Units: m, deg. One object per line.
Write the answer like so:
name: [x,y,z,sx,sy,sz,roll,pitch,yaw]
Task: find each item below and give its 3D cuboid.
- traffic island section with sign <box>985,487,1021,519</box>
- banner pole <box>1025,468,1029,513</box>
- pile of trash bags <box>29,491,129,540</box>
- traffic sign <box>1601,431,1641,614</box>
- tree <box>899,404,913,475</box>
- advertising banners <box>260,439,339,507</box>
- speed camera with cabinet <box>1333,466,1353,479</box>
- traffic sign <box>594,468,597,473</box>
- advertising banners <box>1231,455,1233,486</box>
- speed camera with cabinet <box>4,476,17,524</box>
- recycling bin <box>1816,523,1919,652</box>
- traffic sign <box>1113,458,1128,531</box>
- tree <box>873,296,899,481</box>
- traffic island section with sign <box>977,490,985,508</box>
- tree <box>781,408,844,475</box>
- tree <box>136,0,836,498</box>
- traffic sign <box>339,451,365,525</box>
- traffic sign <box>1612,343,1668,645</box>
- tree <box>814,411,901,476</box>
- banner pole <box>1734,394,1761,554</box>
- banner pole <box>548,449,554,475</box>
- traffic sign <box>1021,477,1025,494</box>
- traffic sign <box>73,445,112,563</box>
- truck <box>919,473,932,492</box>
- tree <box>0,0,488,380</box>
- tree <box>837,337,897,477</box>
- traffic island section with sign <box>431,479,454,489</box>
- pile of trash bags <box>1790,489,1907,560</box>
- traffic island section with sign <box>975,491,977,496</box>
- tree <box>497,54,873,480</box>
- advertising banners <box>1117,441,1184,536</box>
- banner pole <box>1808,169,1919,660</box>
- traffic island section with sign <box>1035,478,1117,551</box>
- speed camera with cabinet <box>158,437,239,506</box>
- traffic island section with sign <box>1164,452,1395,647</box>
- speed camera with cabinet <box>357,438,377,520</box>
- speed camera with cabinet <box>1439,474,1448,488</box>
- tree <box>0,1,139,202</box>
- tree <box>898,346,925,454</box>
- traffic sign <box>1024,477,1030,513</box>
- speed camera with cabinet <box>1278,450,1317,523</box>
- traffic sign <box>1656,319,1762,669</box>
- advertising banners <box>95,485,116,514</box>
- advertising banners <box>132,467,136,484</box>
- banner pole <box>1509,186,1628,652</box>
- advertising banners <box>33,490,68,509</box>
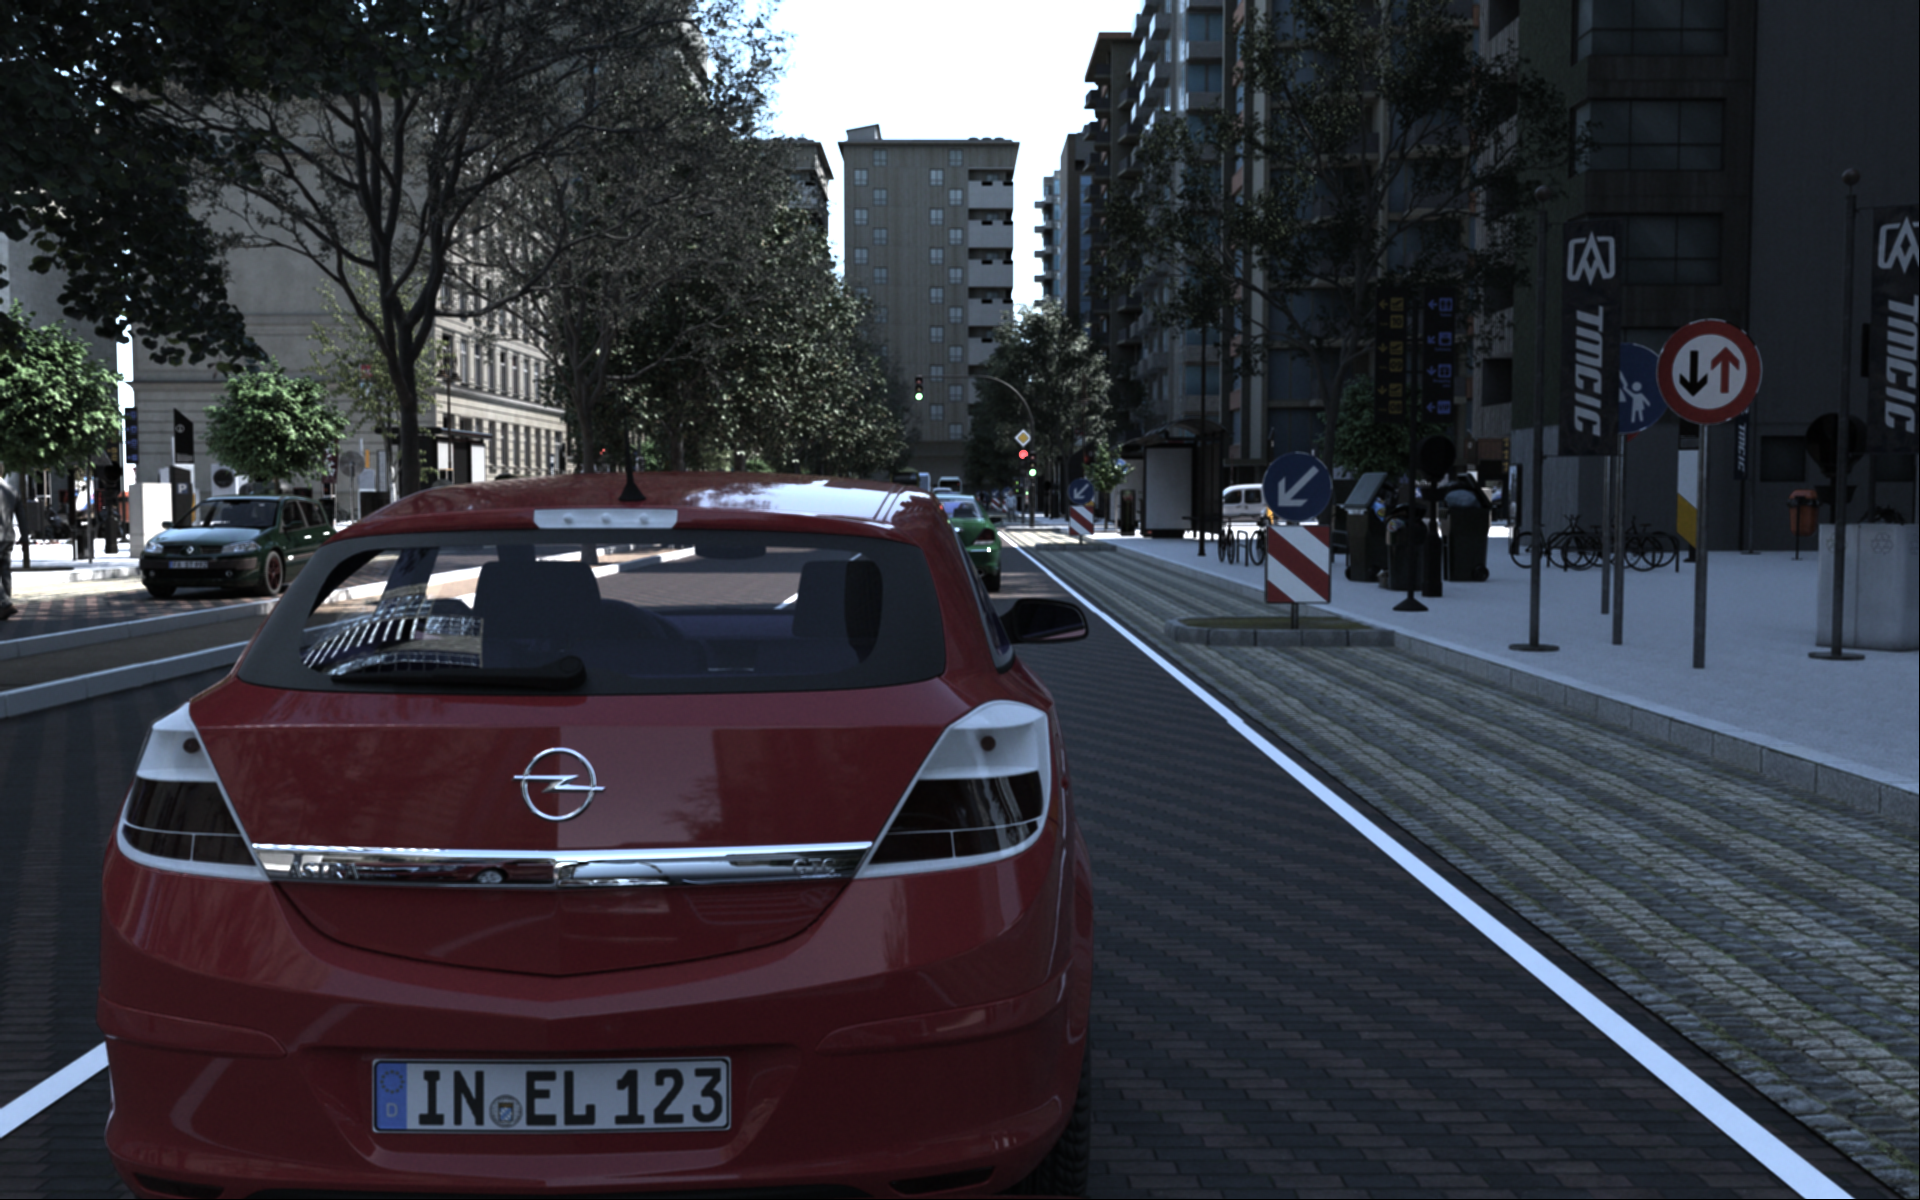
traffic island section with sign: [2.607,-5.545,99.292,1.989,1.847,2.006,0,4,0]
banner pole: [4.554,-7.766,116.997,0.401,3.779,0.863,-2,4,-23]
pile of trash bags: [-24.969,-2.459,49.962,1.912,1.369,3.447,1,4,12]
traffic sign: [6.910,-1.123,18.474,0.768,2.556,0.104,0,4,6]
tree: [-7.694,-10.761,95.403,9.611,12.733,9.660,0,3,0]
advertising banners: [-16.644,-2.911,43.776,2.074,3.025,0.090,0,4,1]
speed camera with cabinet: [11.601,-3.444,50.643,0.660,3.252,2.038,3,4,39]
traffic sign: [-16.360,-4.715,77.089,0.884,2.594,0.081,0,4,0]
advertising banners: [12.231,-4.977,77.562,0.090,3.025,2.074,1,4,13]
speed camera with cabinet: [-41.588,-4.953,75.313,0.660,3.252,2.038,-3,5,-42]
recycling bin: [7.702,-0.120,14.508,0.722,1.027,0.722,-3,4,-36]
traffic sign: [5.480,-3.704,60.673,0.768,2.556,0.104,0,4,5]
tree: [-7.036,-8.304,55.230,9.611,12.733,9.660,0,3,0]
traffic island section with sign: [2.463,-7.225,126.762,1.989,1.847,2.006,0,4,0]
tree: [-7.679,-8.287,88.309,4.360,8.622,3.978,0,3,0]
tree: [-7.411,-7.425,34.232,12.009,13.543,11.850,0,3,0]
traffic sign: [-17.930,-3.117,51.069,0.768,2.556,0.104,0,4,2]
traffic sign: [5.609,-0.893,14.701,0.768,2.556,0.104,1,4,9]
tree: [-7.696,-10.232,104.158,8.767,10.594,7.601,0,4,0]
banner pole: [16.893,-2.887,37.216,0.401,3.779,0.863,-1,4,-13]
banner pole: [-22.582,-6.462,95.666,0.401,3.779,0.863,1,4,14]
traffic sign: [4.611,-7.622,124.729,0.768,2.556,0.104,0,4,3]
traffic sign: [-16.135,-1.961,32.065,0.884,2.594,0.081,0,4,1]
truck: [-5.202,-13.709,213.898,2.967,4.110,18.799,0,4,1]
tree: [-6.993,-6.178,10.126,9.857,13.997,8.962,0,3,0]
tree: [-7.774,-11.309,113.109,9.928,11.665,9.643,0,3,0]
traffic island section with sign: [-13.301,-2.176,44.204,1.989,1.847,2.006,0,4,0]
pile of trash bags: [17.448,-1.414,32.879,1.912,1.369,3.447,-3,5,-41]
traffic island section with sign: [2.184,-10.294,176.935,1.989,1.847,2.006,0,4,0]
tree: [-7.399,-7.687,45.147,9.611,12.733,9.660,0,3,0]
advertising banners: [5.847,-3.472,52.959,2.074,3.025,0.090,0,4,-8]
banner pole: [7.051,-1.425,13.312,0.863,3.779,0.401,2,4,32]
traffic island section with sign: [2.918,-2.166,44.044,1.989,1.847,2.006,0,4,0]
speed camera with cabinet: [-22.089,-3.423,50.295,2.038,3.252,0.660,-1,4,-15]
traffic island section with sign: [3.066,-0.517,17.089,1.989,1.847,2.006,0,4,0]
speed camera with cabinet: [-20.879,-4.076,60.984,0.660,3.252,2.038,-1,4,-18]
speed camera with cabinet: [21.222,-4.883,74.169,2.038,3.252,0.660,0,4,6]
tree: [-7.056,-6.669,21.872,12.009,13.543,11.850,0,3,0]
tree: [-7.422,-10.159,78.929,12.009,13.543,11.850,0,3,0]
traffic sign: [4.727,-7.350,120.279,0.768,2.556,0.104,0,3,0]
speed camera with cabinet: [14.995,-5.055,76.979,2.038,3.252,0.660,0,4,4]
traffic sign: [5.448,-0.770,12.694,0.768,2.556,0.104,0,4,0]
advertising banners: [-27.766,-3.647,55.809,0.090,3.025,2.074,0,4,8]
advertising banners: [-53.209,-7.130,112.759,0.090,3.025,2.074,1,4,10]
banner pole: [4.934,-1.471,14.060,0.863,3.779,0.401,2,4,31]
advertising banners: [-32.860,-4.123,63.604,2.074,3.025,0.090,-2,4,-32]
